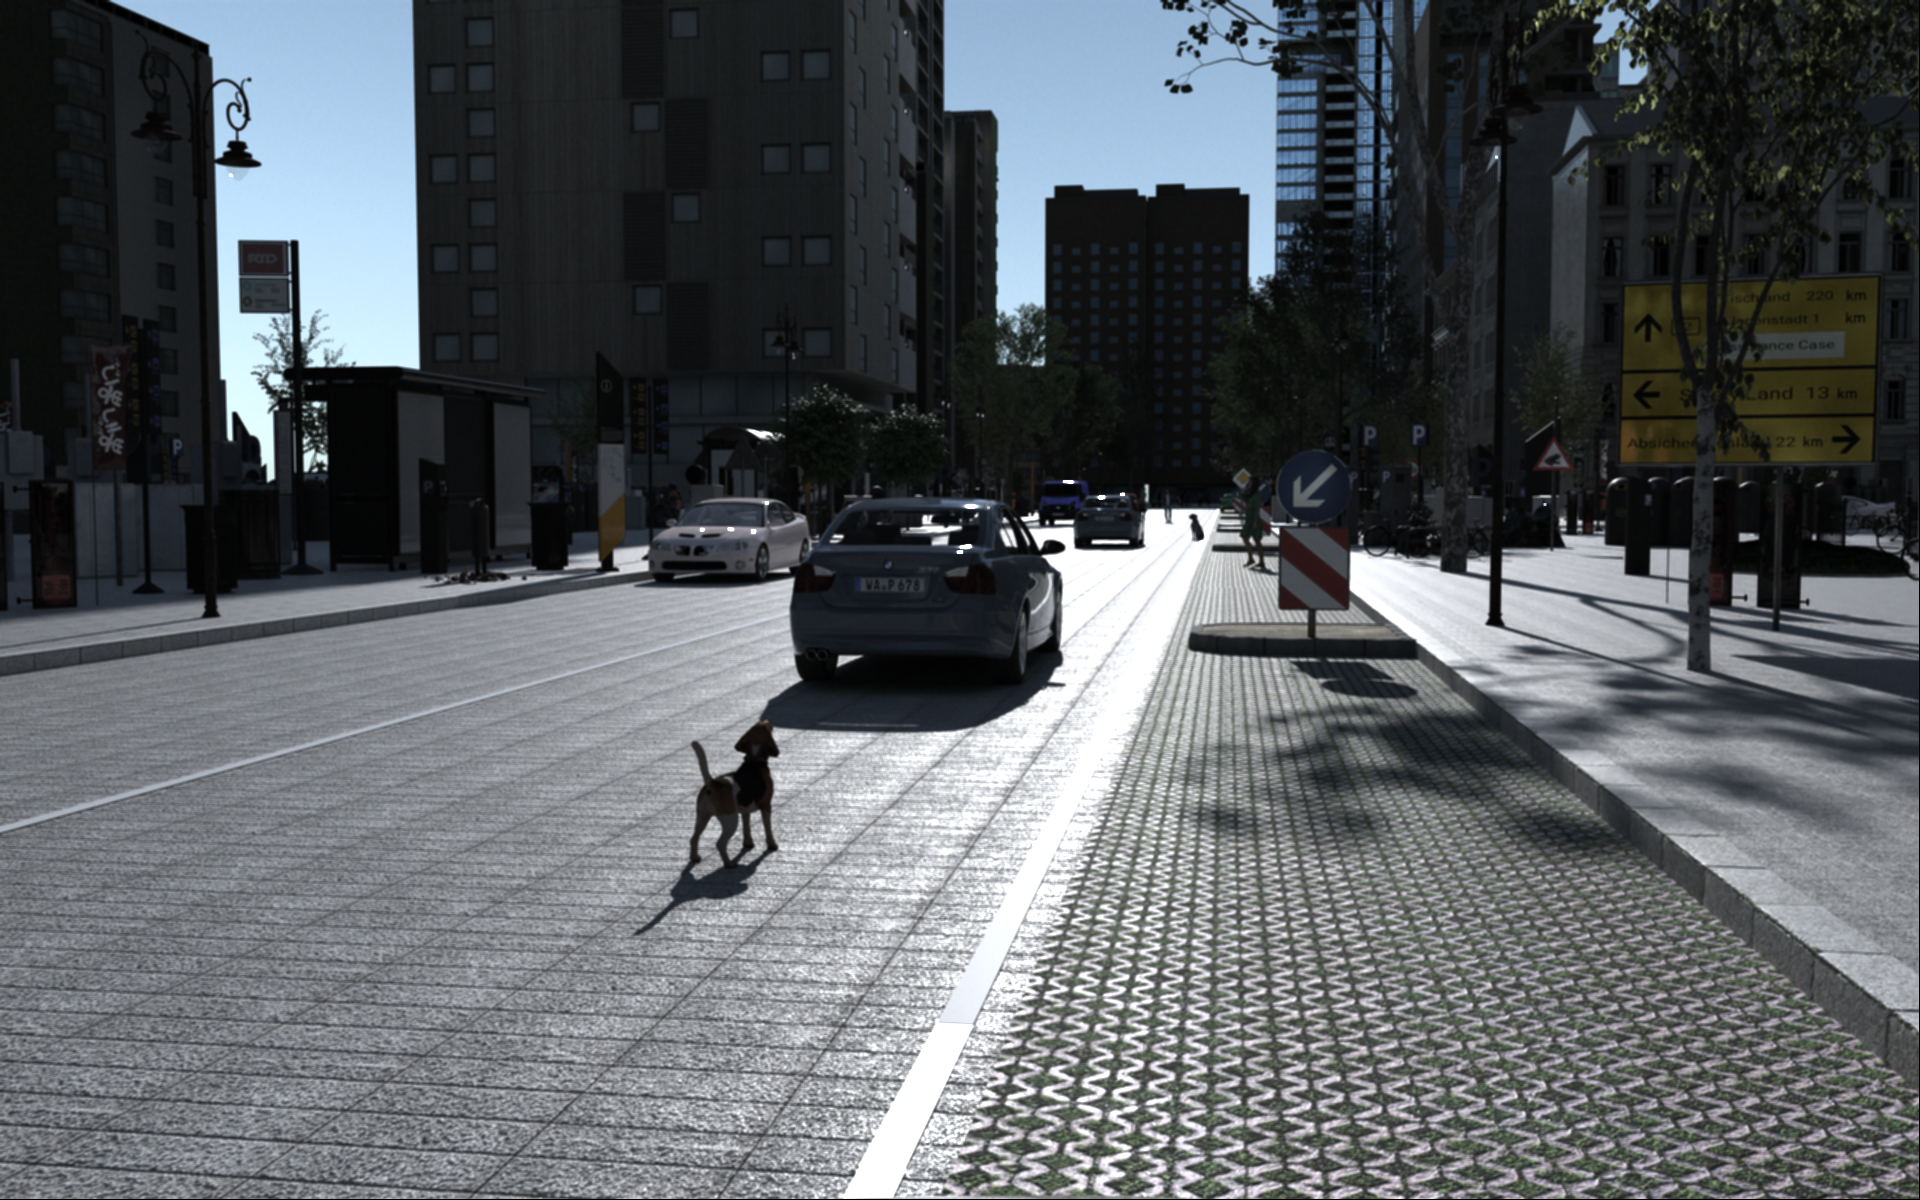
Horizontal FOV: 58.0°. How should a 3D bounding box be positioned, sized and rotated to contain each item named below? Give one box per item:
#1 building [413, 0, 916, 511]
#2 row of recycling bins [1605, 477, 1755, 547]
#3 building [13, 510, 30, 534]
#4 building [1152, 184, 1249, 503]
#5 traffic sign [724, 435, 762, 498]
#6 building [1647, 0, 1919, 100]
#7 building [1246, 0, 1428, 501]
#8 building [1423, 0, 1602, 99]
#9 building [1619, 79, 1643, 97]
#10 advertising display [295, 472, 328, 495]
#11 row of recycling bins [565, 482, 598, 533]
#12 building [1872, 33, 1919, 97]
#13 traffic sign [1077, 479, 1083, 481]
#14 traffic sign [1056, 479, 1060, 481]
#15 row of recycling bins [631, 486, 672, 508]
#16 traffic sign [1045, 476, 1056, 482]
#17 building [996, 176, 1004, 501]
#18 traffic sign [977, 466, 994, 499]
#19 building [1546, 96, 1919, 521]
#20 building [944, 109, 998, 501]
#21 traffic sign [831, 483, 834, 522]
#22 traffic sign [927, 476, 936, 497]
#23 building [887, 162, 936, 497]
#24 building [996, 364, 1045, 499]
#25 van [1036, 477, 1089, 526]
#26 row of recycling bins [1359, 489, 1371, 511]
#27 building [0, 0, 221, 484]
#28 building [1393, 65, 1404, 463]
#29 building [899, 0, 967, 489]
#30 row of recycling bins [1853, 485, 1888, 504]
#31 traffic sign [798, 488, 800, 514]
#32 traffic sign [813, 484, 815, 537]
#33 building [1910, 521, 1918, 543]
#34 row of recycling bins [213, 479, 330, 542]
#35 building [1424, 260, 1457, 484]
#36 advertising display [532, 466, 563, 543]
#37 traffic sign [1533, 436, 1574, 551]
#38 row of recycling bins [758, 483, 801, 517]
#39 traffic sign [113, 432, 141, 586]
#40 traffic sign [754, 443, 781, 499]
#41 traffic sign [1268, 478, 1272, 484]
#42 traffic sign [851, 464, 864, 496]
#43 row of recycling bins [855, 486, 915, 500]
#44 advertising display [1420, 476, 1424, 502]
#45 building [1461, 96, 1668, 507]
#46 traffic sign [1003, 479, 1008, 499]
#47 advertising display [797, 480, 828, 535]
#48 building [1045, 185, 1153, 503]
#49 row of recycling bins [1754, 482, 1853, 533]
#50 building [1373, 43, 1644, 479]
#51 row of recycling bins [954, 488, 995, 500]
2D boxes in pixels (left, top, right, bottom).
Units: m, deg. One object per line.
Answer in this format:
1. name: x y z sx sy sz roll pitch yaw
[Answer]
1. building: -18.050 -32.229 116.177 28.713 52.752 27.495 1 4 9
2. row of recycling bins: 17.453 -2.165 42.504 1.069 1.692 3.534 -2 4 -34
3. building: -39.229 -21.422 42.132 23.993 40.220 32.217 1 4 9
4. building: 34.642 -36.830 252.274 14.200 45.320 14.600 1 4 9
5. traffic sign: -4.741 -2.313 37.816 0.884 2.594 0.081 1 4 13
6. building: 91.399 -39.525 188.238 28.212 58.520 21.231 1 4 9
7. building: 57.401 -57.349 250.331 31.000 86.520 22.319 1 4 9
8. building: 47.645 -30.801 153.711 14.600 45.320 14.200 1 4 9
9. building: 87.930 -43.079 246.338 28.212 58.520 21.231 1 4 9
10. advertising display: -18.867 -2.768 50.473 0.974 1.923 0.123 -2 4 -29
11. row of recycling bins: -12.990 -3.175 59.020 1.069 1.692 3.534 1 4 11
12. building: 66.465 -17.355 88.262 34.151 26.468 19.350 1 4 9
13. traffic sign: 9.866 -8.729 142.829 0.768 2.556 0.104 1 4 13
14. traffic sign: 8.384 -9.069 148.376 0.768 2.556 0.104 1 4 17
15. row of recycling bins: -16.620 -5.209 92.273 1.069 1.692 3.534 2 4 28
16. traffic sign: 6.323 -7.420 121.430 0.768 2.556 0.104 1 4 10
17. building: -9.140 -33.574 203.555 28.867 44.769 22.147 1 4 9
18. traffic sign: 1.152 -4.757 77.889 0.768 2.556 0.104 1 4 10
19. building: 39.798 -14.574 87.438 18.267 20.994 9.793 1 4 9
20. building: -3.949 -30.384 180.370 14.154 41.232 14.086 1 4 9
21. traffic sign: -3.864 -3.201 52.436 0.768 2.556 0.104 1 4 12
22. traffic sign: -1.543 -5.140 84.138 0.768 2.556 0.104 1 4 13
23. building: -10.120 -22.863 145.507 14.160 30.474 14.107 1 4 9
24. building: -0.224 -25.657 264.537 28.899 21.520 27.650 1 4 9
25. van: 4.825 -4.611 79.774 2.240 2.365 5.245 1 4 10
26. row of recycling bins: 30.977 -7.820 134.966 3.534 1.692 1.069 -3 5 -42
27. building: -54.420 -20.267 103.073 14.107 30.474 14.160 1 4 9
28. building: 49.947 -31.657 167.698 14.600 45.320 14.200 1 4 9
29. building: -10.125 -44.272 162.091 20.563 71.187 20.611 1 4 9
30. row of recycling bins: 41.250 -4.395 78.977 3.534 1.692 1.069 -3 4 -38
31. traffic sign: -4.826 -3.169 51.916 0.768 2.556 0.104 1 4 10
32. traffic sign: -4.339 -3.147 51.462 0.884 2.594 0.081 1 4 16
33. building: 33.213 -29.985 32.261 21.231 58.520 28.212 1 4 9
34. row of recycling bins: -18.780 -2.415 46.592 3.534 1.692 1.069 -3 5 -42
35. building: 42.928 -18.215 133.976 11.583 22.565 21.152 1 4 9
36. advertising display: -9.478 -2.092 39.412 0.974 1.923 0.123 1 4 19
37. traffic sign: 13.293 -2.375 38.841 0.884 2.594 0.081 1 4 14
38. row of recycling bins: -7.037 -3.570 65.489 3.534 1.692 1.069 2 4 30
39. traffic sign: -11.725 -1.467 24.093 0.768 2.556 0.104 1 4 14
40. traffic sign: -4.821 -2.627 43.055 0.768 2.556 0.104 1 4 18
41. traffic sign: 24.061 -8.195 133.995 0.884 2.594 0.081 1 4 12
42. traffic sign: -4.133 -4.119 67.444 0.768 2.556 0.104 1 4 14
43. row of recycling bins: -4.010 -5.192 92.006 3.534 1.692 1.069 2 4 25
44. advertising display: 16.181 -3.396 60.736 0.123 1.923 0.974 1 4 16
45. building: 40.185 -18.077 113.585 12.078 24.808 19.932 1 4 9
46. traffic sign: 3.143 -7.255 119.806 0.795 2.450 0.064 1 4 18
47. advertising display: -4.608 -2.986 54.032 0.974 1.923 0.123 -1 4 -9
48. building: 20.219 -36.891 253.281 14.200 45.320 14.600 1 4 9
49. row of recycling bins: 27.468 -3.071 57.320 3.534 1.692 1.069 0 4 -7
50. building: 58.196 -34.821 188.927 23.786 49.044 30.456 1 4 9
51. row of recycling bins: 0.800 -7.218 125.128 3.534 1.692 1.069 0 4 6
